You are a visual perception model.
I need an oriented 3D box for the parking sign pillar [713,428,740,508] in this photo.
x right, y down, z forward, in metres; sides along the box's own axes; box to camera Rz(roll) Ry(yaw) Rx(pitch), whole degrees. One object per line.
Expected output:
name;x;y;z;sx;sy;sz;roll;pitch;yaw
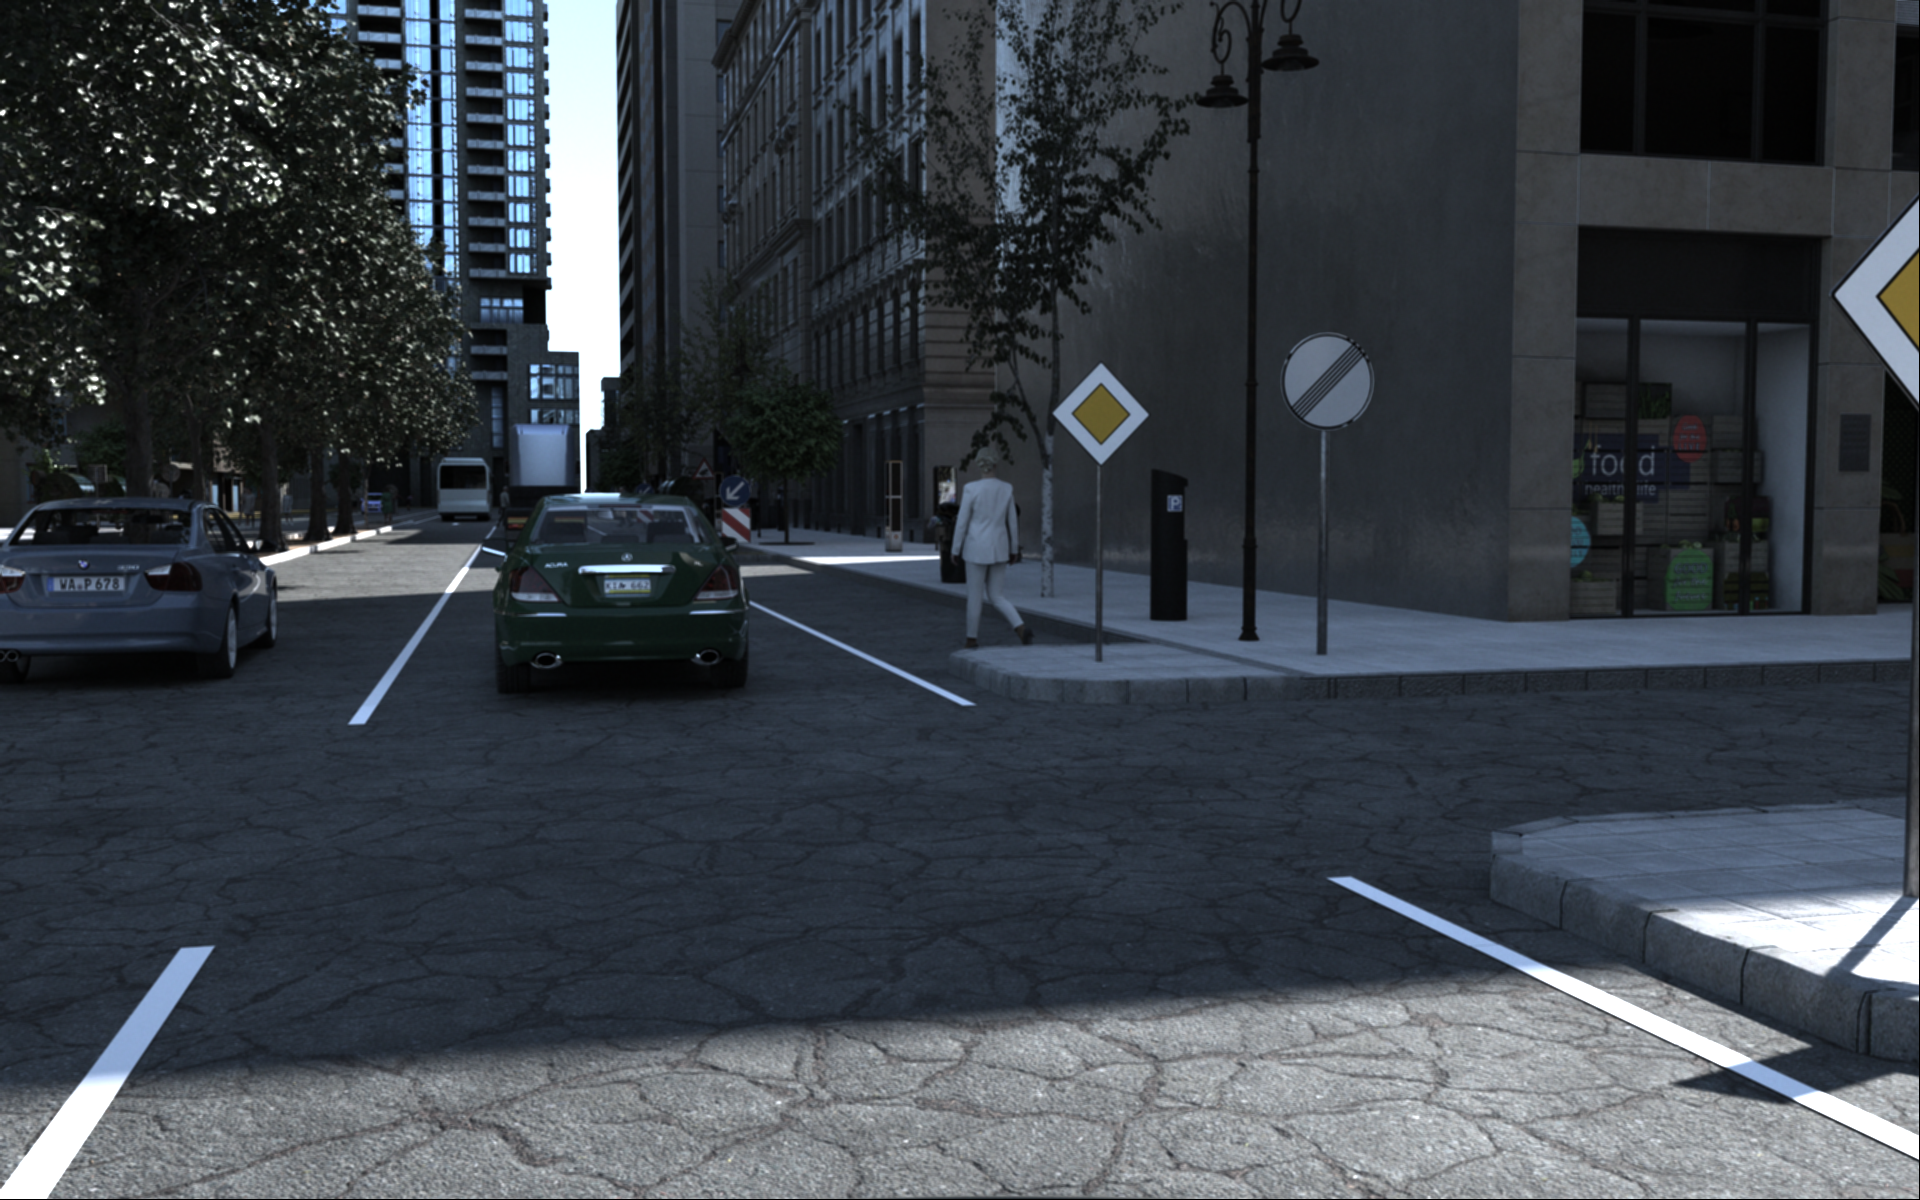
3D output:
parking sign pillar;-9.561;-5.051;71.055;1.447;3.967;1.447;2;4;28

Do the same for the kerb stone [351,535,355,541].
kerb stone;-18.277;-1.809;51.773;0.120;0.150;1.000;-1;4;-14

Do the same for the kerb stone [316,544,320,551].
kerb stone;-16.002;-1.261;42.835;0.120;0.150;1.000;-1;4;-14

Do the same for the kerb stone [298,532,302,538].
kerb stone;-21.595;-2.078;56.277;0.120;0.150;1.000;-1;4;-14

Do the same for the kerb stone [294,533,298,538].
kerb stone;-21.347;-2.020;55.285;0.120;0.150;1.000;-1;4;-14

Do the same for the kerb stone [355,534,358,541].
kerb stone;-18.532;-1.870;52.764;0.120;0.150;1.000;-1;4;-14

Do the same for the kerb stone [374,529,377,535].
kerb stone;-20.309;-2.296;59.734;0.120;0.150;1.000;-1;4;-14

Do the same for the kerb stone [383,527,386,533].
kerb stone;-21.322;-2.535;63.699;0.120;0.150;1.000;-1;4;-14

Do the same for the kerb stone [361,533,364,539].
kerb stone;-19.036;-1.991;54.750;0.120;0.150;1.000;-1;4;-14

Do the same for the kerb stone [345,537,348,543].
kerb stone;-17.773;-1.688;49.791;0.120;0.150;1.000;-1;4;-14

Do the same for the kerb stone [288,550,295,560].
kerb stone;-14.727;-0.958;37.866;0.120;0.150;1.000;-1;4;-14

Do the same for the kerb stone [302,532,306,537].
kerb stone;-21.852;-2.145;57.274;0.120;0.150;1.000;-1;4;-14

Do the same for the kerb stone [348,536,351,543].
kerb stone;-18.031;-1.748;50.781;0.120;0.150;1.000;-1;4;-14

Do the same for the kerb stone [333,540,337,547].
kerb stone;-17.018;-1.505;46.807;0.120;0.150;1.000;-1;4;-14

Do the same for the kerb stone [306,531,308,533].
kerb stone;-22.104;-2.206;58.265;0.120;0.150;1.000;-1;4;-14

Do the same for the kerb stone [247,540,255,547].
kerb stone;-19.318;-1.532;47.312;0.120;0.150;1.000;-1;4;-14

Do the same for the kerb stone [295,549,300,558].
kerb stone;-14.987;-1.019;38.861;0.120;0.150;1.000;-1;4;-14

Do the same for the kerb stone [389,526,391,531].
kerb stone;-22.084;-2.720;66.671;0.120;0.150;1.000;-1;4;-14

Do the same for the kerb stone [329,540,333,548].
kerb stone;-16.767;-1.444;45.814;0.120;0.150;1.000;-1;4;-14

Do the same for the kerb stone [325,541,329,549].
kerb stone;-16.512;-1.381;44.824;0.120;0.150;1.000;-1;4;-14

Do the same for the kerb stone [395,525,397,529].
kerb stone;-22.847;-2.894;69.661;0.120;0.150;1.000;-1;4;-14

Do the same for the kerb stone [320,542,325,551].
kerb stone;-16.248;-1.322;43.836;0.120;0.150;1.000;-1;4;-14

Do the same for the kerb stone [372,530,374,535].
kerb stone;-20.054;-2.235;58.736;0.120;0.150;1.000;-1;4;-14

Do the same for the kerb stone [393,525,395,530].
kerb stone;-22.595;-2.842;68.658;0.120;0.150;1.000;-1;4;-14

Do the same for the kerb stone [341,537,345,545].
kerb stone;-17.513;-1.625;48.802;0.120;0.150;1.000;-1;4;-14

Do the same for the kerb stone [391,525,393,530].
kerb stone;-22.332;-2.781;67.663;0.120;0.150;1.000;-1;4;-14

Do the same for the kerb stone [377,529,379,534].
kerb stone;-20.565;-2.357;60.726;0.120;0.150;1.000;-1;4;-14

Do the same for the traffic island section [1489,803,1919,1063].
traffic island section;3.056;1.024;5.547;2.009;0.180;2.903;-1;4;-14

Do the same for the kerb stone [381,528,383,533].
kerb stone;-21.074;-2.478;62.707;0.120;0.150;1.000;-1;4;-14

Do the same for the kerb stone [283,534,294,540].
kerb stone;-21.086;-1.963;54.290;0.120;0.150;1.000;-1;4;-14

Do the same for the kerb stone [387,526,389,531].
kerb stone;-21.832;-2.659;65.679;0.120;0.150;1.000;-1;4;-14

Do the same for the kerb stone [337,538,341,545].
kerb stone;-17.273;-1.567;47.808;0.120;0.150;1.000;-1;4;-14

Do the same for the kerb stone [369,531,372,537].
kerb stone;-19.806;-2.174;57.743;0.120;0.150;1.000;-1;4;-14

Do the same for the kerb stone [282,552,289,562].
kerb stone;-14.474;-0.898;36.872;0.120;0.150;1.000;-1;4;-14

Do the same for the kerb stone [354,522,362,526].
kerb stone;-27.179;-3.420;78.126;0.120;0.150;1.000;-1;4;-14

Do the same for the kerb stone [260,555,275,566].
kerb stone;-13.975;-0.772;34.882;0.120;0.150;1.000;-1;4;-14

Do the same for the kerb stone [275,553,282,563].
kerb stone;-14.227;-0.830;35.879;0.120;0.150;1.000;-1;4;-14

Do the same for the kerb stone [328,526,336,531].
kerb stone;-24.383;-2.753;67.199;0.120;0.150;1.000;-1;4;-14

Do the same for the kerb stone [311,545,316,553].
kerb stone;-15.744;-1.202;41.845;0.120;0.150;1.000;-1;4;-14

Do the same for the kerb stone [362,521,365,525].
kerb stone;-27.425;-3.482;79.122;0.120;0.150;1.000;-1;4;-14

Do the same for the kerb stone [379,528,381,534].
kerb stone;-20.818;-2.417;61.717;0.120;0.150;1.000;-1;4;-14

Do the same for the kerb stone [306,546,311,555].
kerb stone;-15.500;-1.141;40.845;0.120;0.150;1.000;-1;4;-14

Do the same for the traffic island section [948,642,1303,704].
traffic island section;1.082;0.550;13.285;2.009;0.180;2.903;-1;4;-14

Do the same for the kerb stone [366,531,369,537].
kerb stone;-19.551;-2.112;56.742;0.120;0.150;1.000;-1;4;-14

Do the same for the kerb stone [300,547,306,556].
kerb stone;-15.238;-1.080;39.857;0.120;0.150;1.000;-1;4;-14

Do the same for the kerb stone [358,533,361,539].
kerb stone;-18.787;-1.930;53.758;0.120;0.150;1.000;-1;4;-14

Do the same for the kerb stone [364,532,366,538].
kerb stone;-19.294;-2.052;55.739;0.120;0.150;1.000;-1;4;-14
